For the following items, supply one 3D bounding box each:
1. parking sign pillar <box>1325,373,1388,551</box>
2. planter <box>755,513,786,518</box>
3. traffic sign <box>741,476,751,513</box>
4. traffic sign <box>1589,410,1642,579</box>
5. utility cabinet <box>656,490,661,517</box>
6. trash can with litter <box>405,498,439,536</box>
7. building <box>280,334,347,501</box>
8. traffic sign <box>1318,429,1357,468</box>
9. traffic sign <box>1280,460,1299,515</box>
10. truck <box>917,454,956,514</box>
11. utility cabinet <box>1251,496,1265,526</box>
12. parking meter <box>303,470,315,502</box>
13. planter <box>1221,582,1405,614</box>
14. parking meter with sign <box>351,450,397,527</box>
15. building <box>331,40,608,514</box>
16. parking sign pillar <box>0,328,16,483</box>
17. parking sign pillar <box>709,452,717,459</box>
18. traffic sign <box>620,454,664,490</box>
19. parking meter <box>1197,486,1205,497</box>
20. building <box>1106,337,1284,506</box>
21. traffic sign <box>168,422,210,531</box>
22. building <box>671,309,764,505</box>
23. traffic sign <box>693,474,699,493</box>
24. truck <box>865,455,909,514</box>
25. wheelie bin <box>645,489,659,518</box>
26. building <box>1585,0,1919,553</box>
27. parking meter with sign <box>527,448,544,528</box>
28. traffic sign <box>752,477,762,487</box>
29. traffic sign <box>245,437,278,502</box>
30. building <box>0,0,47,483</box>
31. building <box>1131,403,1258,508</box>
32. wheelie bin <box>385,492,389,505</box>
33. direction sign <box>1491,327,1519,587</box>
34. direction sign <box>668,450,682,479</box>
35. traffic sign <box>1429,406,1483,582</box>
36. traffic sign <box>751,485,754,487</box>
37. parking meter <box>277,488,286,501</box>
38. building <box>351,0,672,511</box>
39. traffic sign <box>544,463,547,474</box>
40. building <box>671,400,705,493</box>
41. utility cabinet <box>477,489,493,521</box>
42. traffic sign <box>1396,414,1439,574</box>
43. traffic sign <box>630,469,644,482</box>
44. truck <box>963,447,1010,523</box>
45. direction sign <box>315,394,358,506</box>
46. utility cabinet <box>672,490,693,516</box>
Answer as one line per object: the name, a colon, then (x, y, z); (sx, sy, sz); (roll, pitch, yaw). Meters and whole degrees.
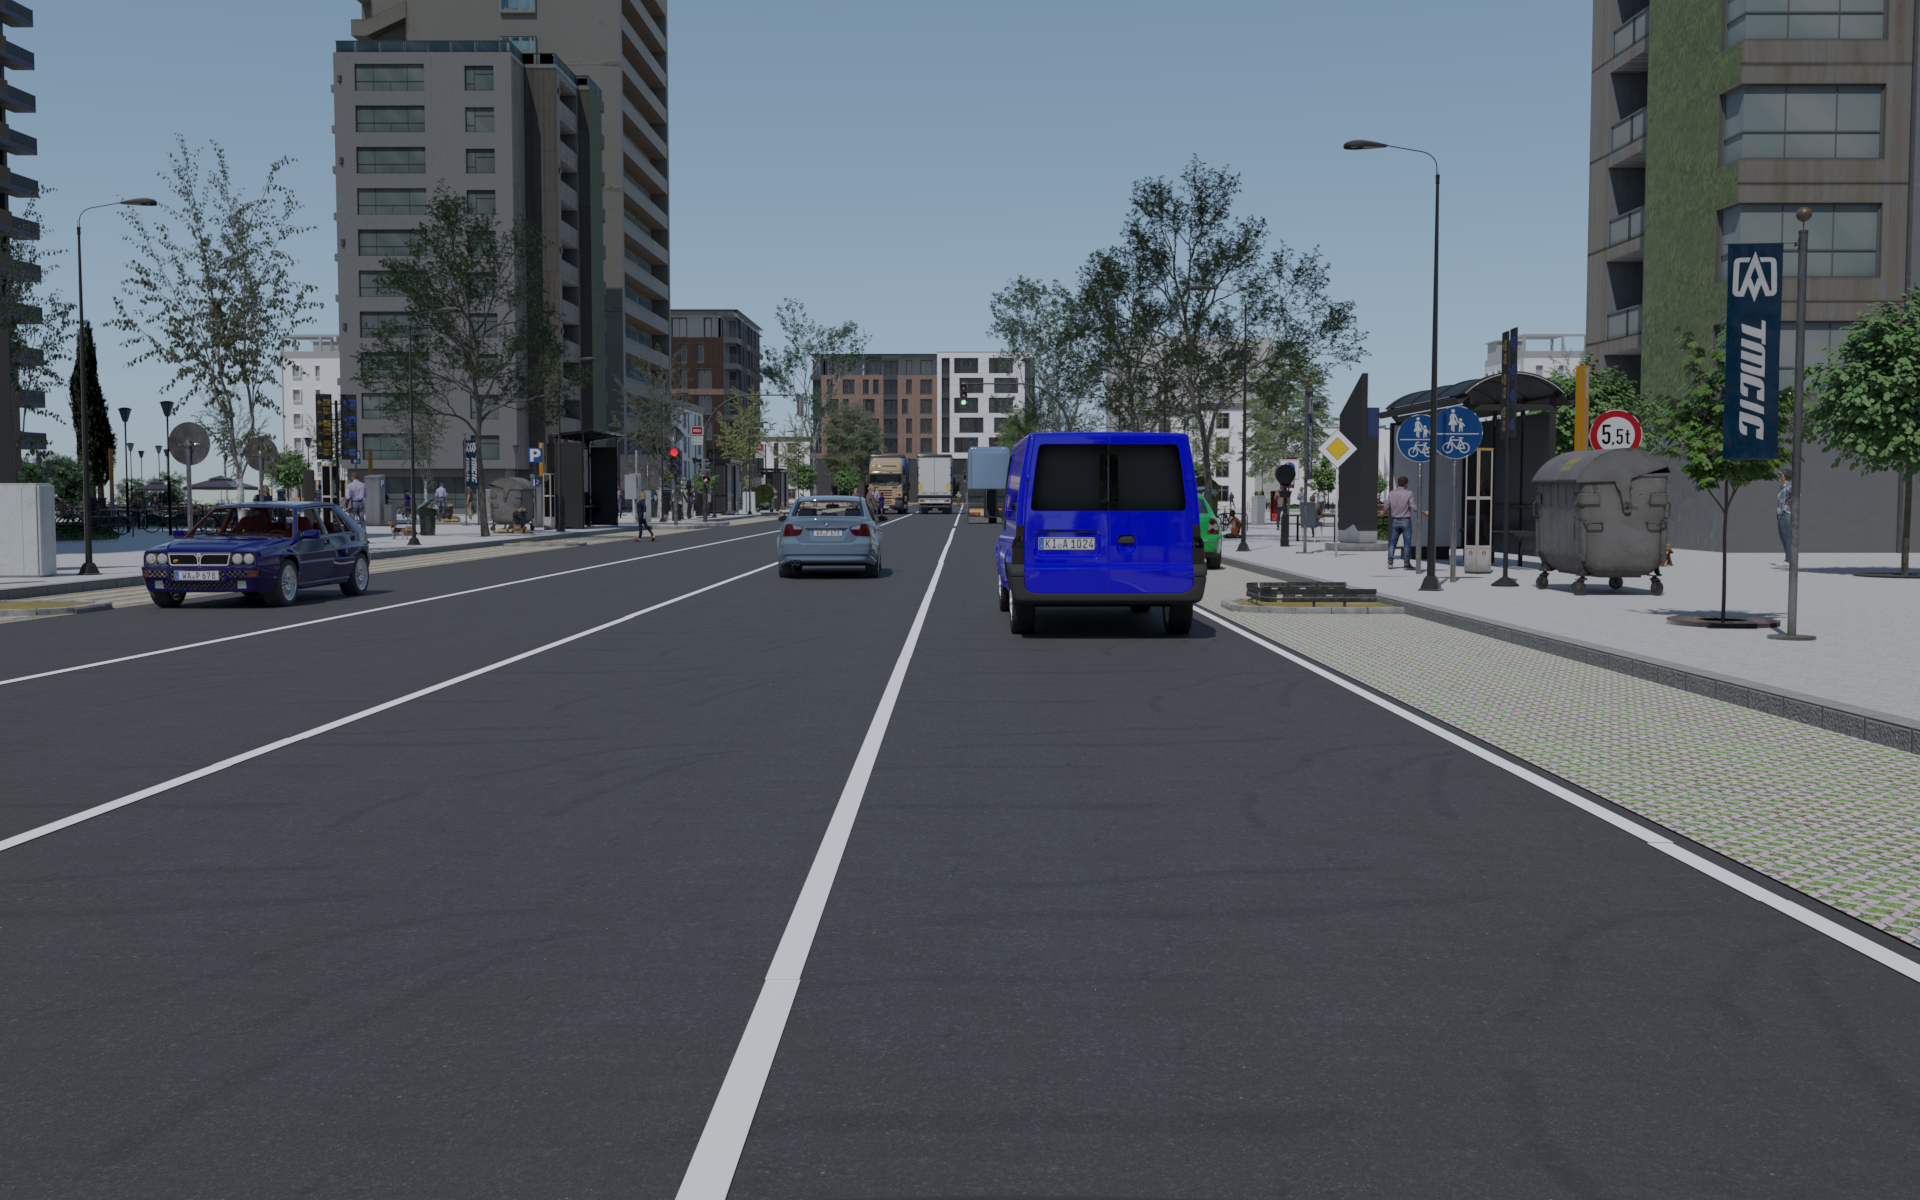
parking sign pillar: (9.032, -3.107, 39.279); (1.447, 3.967, 1.447); (-1, 4, -10)
planter: (-11.193, -5.070, 104.031); (1.991, 0.319, 1.994); (0, 4, 0)
traffic sign: (-14.754, -7.307, 119.579); (0.768, 2.556, 0.104); (0, 4, 4)
traffic sign: (9.897, -1.597, 26.218); (0.768, 2.556, 0.104); (0, 4, 7)
utility cabinet: (-16.559, -5.290, 95.175); (0.318, 1.500, 1.173); (-1, 4, -17)
trash can with litter: (-16.570, -2.554, 53.140); (1.055, 1.170, 0.624); (-2, 4, -30)
building: (-74.194, -21.701, 211.224); (11.380, 20.091, 16.016); (0, 4, 0)
traffic sign: (7.666, -2.165, 35.130); (0.795, 2.593, 0.064); (0, 4, 6)
traffic sign: (9.802, -3.029, 51.659); (0.606, 2.300, 0.079); (0, 4, 3)
truck: (-1.768, -8.466, 127.338); (2.839, 4.237, 11.283); (0, 4, 0)
utility cabinet: (12.232, -3.664, 71.076); (0.306, 1.237, 1.020); (2, 4, 26)
parking meter: (-15.752, -2.216, 41.940); (0.255, 1.863, 0.399); (-1, 4, -20)
planter: (4.286, -0.022, 21.505); (1.991, 0.319, 1.994); (0, 4, 0)
parking meter with sign: (-23.165, -4.422, 68.561); (1.738, 3.016, 0.543); (1, 4, 14)
building: (-31.776, -20.952, 114.273); (14.160, 30.474, 14.107); (0, 4, 0)
parking sign pillar: (-16.057, -2.420, 28.040); (1.447, 3.967, 1.447); (-2, 4, -24)
parking sign pillar: (-15.579, -7.548, 111.882); (1.447, 3.967, 1.447); (3, 5, 44)
traffic sign: (-16.318, -5.806, 88.804); (2.265, 3.308, 0.079); (0, 4, 6)
parking meter: (7.806, -2.917, 56.108); (0.372, 1.533, 0.369); (0, 3, 0)
building: (26.792, -20.617, 203.543); (16.747, 18.905, 31.486); (0, 4, 0)
traffic sign: (-13.617, -1.865, 30.602); (0.768, 2.556, 0.104); (0, 4, 4)
building: (-40.776, -22.107, 205.426); (32.646, 21.610, 27.936); (0, 4, 0)
traffic sign: (-16.350, -6.613, 108.229); (0.768, 2.556, 0.104); (1, 4, 10)
truck: (-5.153, -8.381, 125.942); (2.839, 4.237, 11.283); (0, 4, 1)
wheelie bin: (-16.676, -5.222, 93.285); (0.980, 1.594, 0.693); (1, 4, 21)
building: (23.766, -21.997, 43.251); (14.154, 41.232, 14.086); (0, 4, 0)
parking meter with sign: (-16.164, -4.285, 66.322); (0.543, 3.016, 1.738); (0, 4, -8)
traffic sign: (-15.173, -7.905, 129.355); (0.768, 2.556, 0.104); (0, 4, 4)
traffic sign: (-15.499, -2.344, 38.428); (0.768, 2.556, 0.104); (0, 4, 5)
building: (-62.094, -27.285, 96.221); (14.200, 45.320, 14.600); (0, 4, 0)
building: (22.798, -14.127, 173.123); (9.099, 9.664, 28.070); (0, 4, 0)
wheelie bin: (-26.638, -4.384, 79.593); (0.693, 1.594, 0.980); (-2, 4, -35)
direction sign: (7.585, -1.957, 23.994); (0.379, 3.537, 0.876); (0, 4, 6)
direction sign: (-14.801, -5.994, 90.005); (0.876, 3.537, 0.379); (2, 4, 25)
traffic sign: (7.162, -1.528, 25.095); (0.768, 2.556, 0.104); (0, 4, 1)
traffic sign: (-15.495, -8.082, 132.136); (0.884, 2.594, 0.081); (0, 4, 8)
parking meter: (-30.744, -4.287, 78.510); (0.372, 1.533, 0.369); (0, 3, 0)
building: (-35.835, -31.550, 139.544); (21.300, 48.544, 21.600); (0, 4, 0)
traffic sign: (-16.528, -4.253, 69.637); (0.768, 2.556, 0.104); (1, 4, 8)
building: (-29.388, -13.855, 168.670); (9.099, 9.664, 28.070); (0, 4, 0)
utility cabinet: (-22.048, -4.439, 81.253); (0.318, 1.500, 1.173); (3, 5, 44)
traffic sign: (7.353, -1.688, 27.708); (0.768, 2.556, 0.104); (0, 4, 6)
traffic sign: (-16.458, -5.380, 88.070); (0.768, 2.556, 0.104); (0, 4, 7)
truck: (1.614, -6.294, 92.670); (2.967, 4.110, 18.799); (0, 4, 0)
direction sign: (-14.119, -2.892, 39.288); (0.876, 3.537, 0.379); (-1, 4, -22)
utility cabinet: (-15.891, -5.542, 99.296); (1.173, 1.500, 0.318); (-2, 4, -32)
